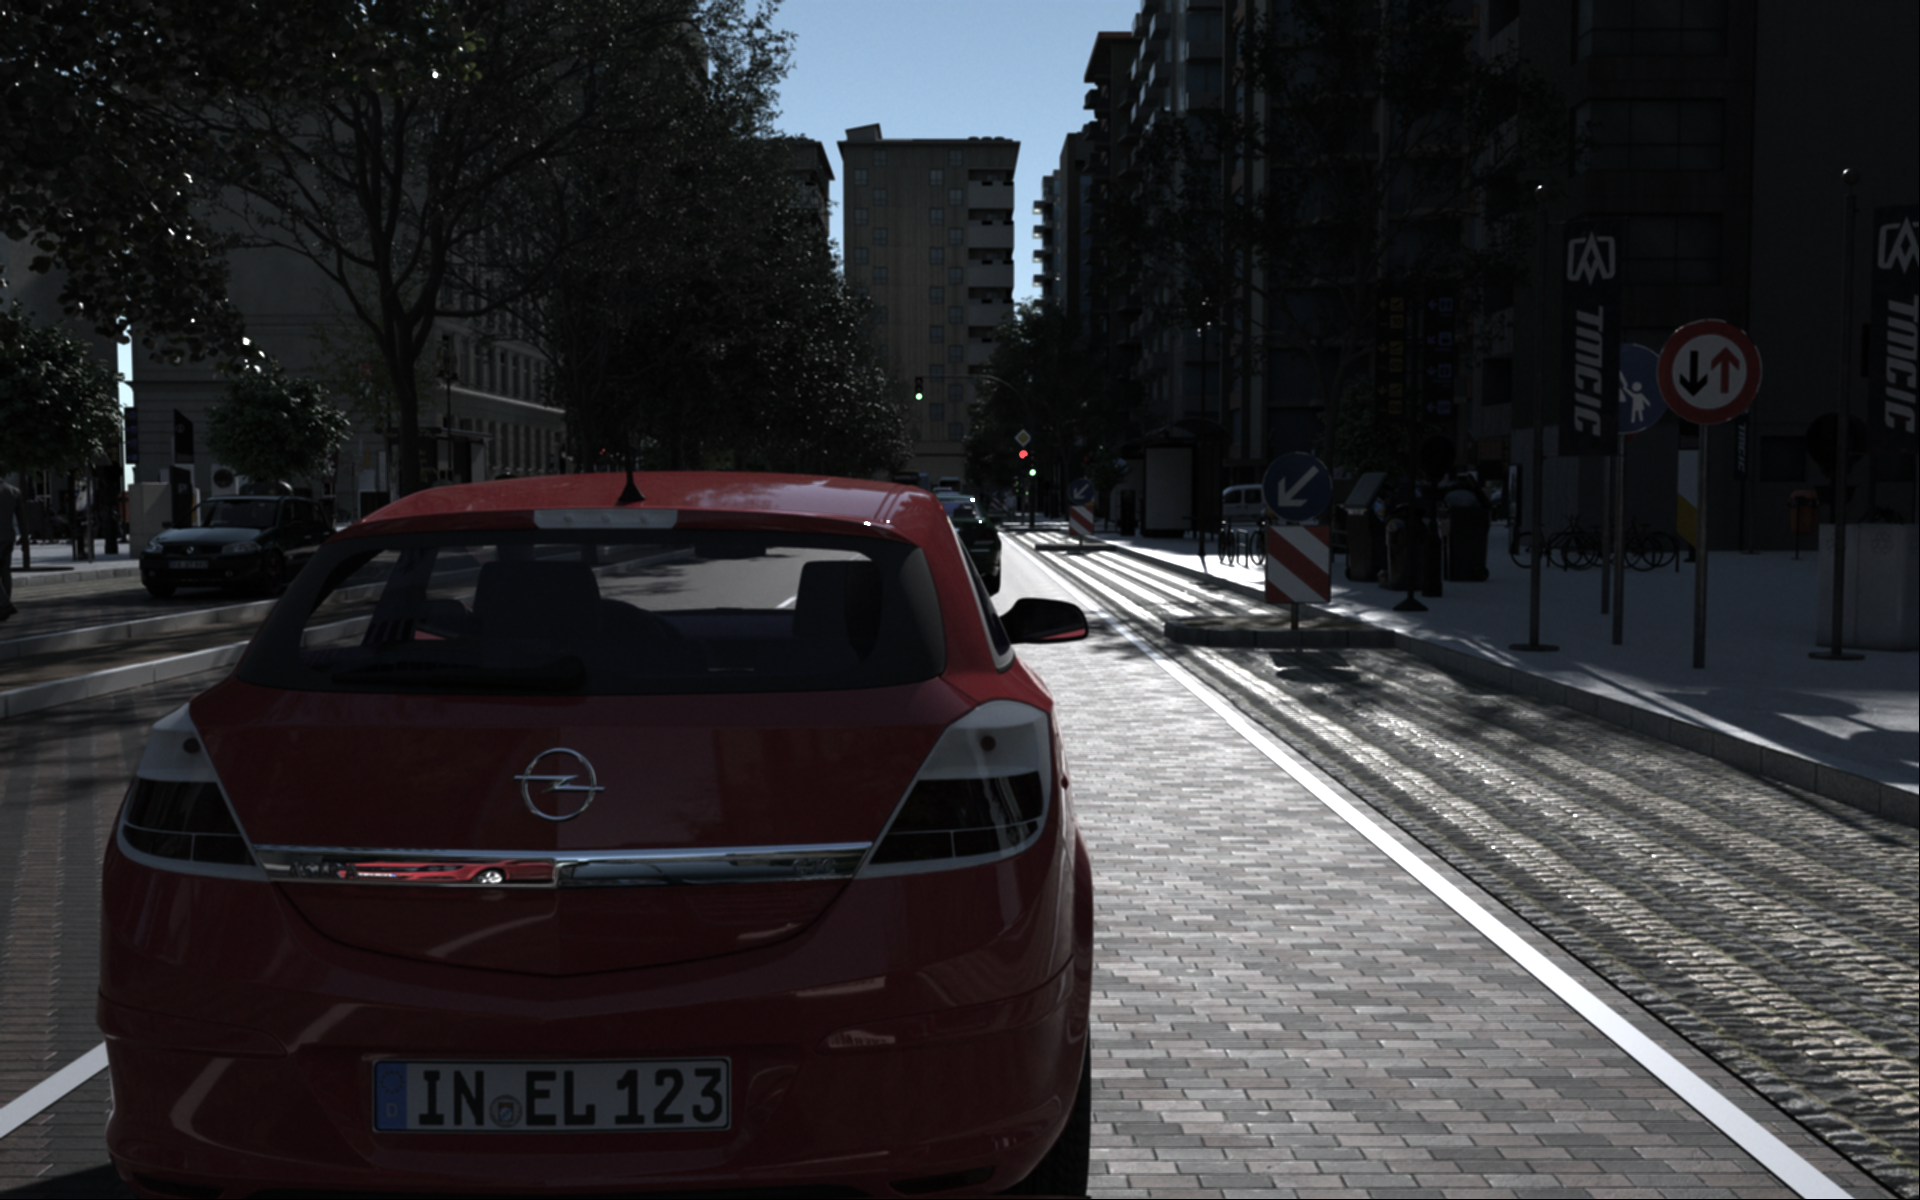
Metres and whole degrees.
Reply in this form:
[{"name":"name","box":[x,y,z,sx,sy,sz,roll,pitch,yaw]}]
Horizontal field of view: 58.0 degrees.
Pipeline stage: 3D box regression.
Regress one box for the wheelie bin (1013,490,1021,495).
[{"name":"wheelie bin","box":[4.734,-8.523,147.265,0.980,1.594,0.693,1,4,15]}]

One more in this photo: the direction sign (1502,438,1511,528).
[{"name":"direction sign","box":[20.876,-4.508,65.710,0.379,3.537,0.876,-2,4,-27]}]

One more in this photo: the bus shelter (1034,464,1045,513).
[{"name":"bus shelter","box":[6.194,-8.991,124.631,2.179,5.291,8.768,0,4,0]}]

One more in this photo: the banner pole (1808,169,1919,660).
[{"name":"banner pole","box":[7.051,-1.425,13.312,0.863,3.779,0.401,2,4,32]}]

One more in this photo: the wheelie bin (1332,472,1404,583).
[{"name":"wheelie bin","box":[6.072,-1.071,25.426,0.693,1.594,0.980,-1,4,-19]}]

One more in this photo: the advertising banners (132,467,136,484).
[{"name":"advertising banners","box":[-53.209,-7.130,112.759,0.090,3.025,2.074,1,4,10]}]

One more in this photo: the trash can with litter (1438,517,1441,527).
[{"name":"trash can with litter","box":[17.032,-3.236,63.963,2.233,1.210,1.678,-2,4,-25]}]

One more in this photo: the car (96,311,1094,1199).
[{"name":"car","box":[-0.671,0.257,4.841,2.155,1.783,4.494,0,4,-1]}]

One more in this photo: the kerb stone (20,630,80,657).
[{"name":"kerb stone","box":[-8.278,0.401,15.635,0.120,0.150,1.000,0,4,0]}]

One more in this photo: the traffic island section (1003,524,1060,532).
[{"name":"traffic island section","box":[2.786,-2.717,66.709,2.009,0.180,2.903,0,4,0]}]

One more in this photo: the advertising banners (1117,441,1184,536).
[{"name":"advertising banners","box":[5.847,-3.472,52.959,2.074,3.025,0.090,0,4,-8]}]

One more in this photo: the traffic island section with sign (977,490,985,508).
[{"name":"traffic island section with sign","box":[2.463,-7.225,126.762,1.989,1.847,2.006,0,4,0]}]

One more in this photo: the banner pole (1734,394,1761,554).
[{"name":"banner pole","box":[16.893,-2.887,37.216,0.401,3.779,0.863,-1,4,-13]}]

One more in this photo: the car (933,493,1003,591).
[{"name":"car","box":[-0.358,-0.936,27.095,2.131,1.459,4.920,0,4,-2]}]

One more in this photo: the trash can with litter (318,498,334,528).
[{"name":"trash can with litter","box":[-20.190,-2.663,54.926,0.624,1.170,1.055,-2,4,-26]}]

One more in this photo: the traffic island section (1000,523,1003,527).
[{"name":"traffic island section","box":[2.742,-3.206,74.694,2.009,0.180,2.903,0,4,0]}]

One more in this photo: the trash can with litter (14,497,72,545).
[{"name":"trash can with litter","box":[-23.096,-1.999,43.740,2.233,1.210,1.678,1,4,8]}]

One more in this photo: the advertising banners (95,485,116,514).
[{"name":"advertising banners","box":[-27.766,-3.647,55.809,0.090,3.025,2.074,0,4,8]}]

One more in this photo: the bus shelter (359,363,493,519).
[{"name":"bus shelter","box":[-17.243,-4.768,55.596,2.179,5.291,8.768,0,3,0]}]

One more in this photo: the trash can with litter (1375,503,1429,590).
[{"name":"trash can with litter","box":[5.863,-0.727,23.272,0.624,1.170,1.055,0,4,-8]}]

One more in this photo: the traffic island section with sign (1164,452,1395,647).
[{"name":"traffic island section with sign","box":[3.066,-0.517,17.089,1.989,1.847,2.006,0,4,0]}]

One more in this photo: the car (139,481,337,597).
[{"name":"car","box":[-10.457,-0.956,25.417,2.009,1.686,4.222,0,4,-1]}]

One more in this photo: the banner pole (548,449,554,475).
[{"name":"banner pole","box":[-22.582,-6.462,95.666,0.401,3.779,0.863,1,4,14]}]

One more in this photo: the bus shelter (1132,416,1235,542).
[{"name":"bus shelter","box":[6.127,-3.299,47.858,2.014,3.302,5.546,0,3,0]}]

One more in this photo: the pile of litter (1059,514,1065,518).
[{"name":"pile of litter","box":[6.022,-4.897,94.033,1.176,0.858,1.719,-2,4,-26]}]

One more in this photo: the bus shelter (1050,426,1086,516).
[{"name":"bus shelter","box":[6.388,-7.494,100.160,2.179,5.291,8.768,0,4,0]}]

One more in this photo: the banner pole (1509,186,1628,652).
[{"name":"banner pole","box":[4.934,-1.471,14.060,0.863,3.779,0.401,2,4,31]}]

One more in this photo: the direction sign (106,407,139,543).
[{"name":"direction sign","box":[-21.818,-3.250,45.140,0.876,3.537,0.379,0,4,4]}]

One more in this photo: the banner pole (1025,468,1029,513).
[{"name":"banner pole","box":[4.554,-7.766,116.997,0.401,3.779,0.863,-2,4,-23]}]

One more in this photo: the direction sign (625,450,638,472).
[{"name":"direction sign","box":[-16.846,-5.920,88.796,0.876,3.537,0.379,2,4,31]}]

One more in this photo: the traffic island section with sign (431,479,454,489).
[{"name":"traffic island section with sign","box":[-13.301,-2.176,44.204,1.989,1.847,2.006,0,4,0]}]

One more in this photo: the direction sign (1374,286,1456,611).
[{"name":"direction sign","box":[4.971,-1.652,19.001,0.876,3.537,0.379,0,4,-2]}]

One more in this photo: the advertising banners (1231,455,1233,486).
[{"name":"advertising banners","box":[12.231,-4.977,77.562,0.090,3.025,2.074,1,4,13]}]

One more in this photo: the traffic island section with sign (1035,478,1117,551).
[{"name":"traffic island section with sign","box":[2.918,-2.166,44.044,1.989,1.847,2.006,0,4,0]}]

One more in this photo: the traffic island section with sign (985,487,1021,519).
[{"name":"traffic island section with sign","box":[2.607,-5.545,99.292,1.989,1.847,2.006,0,4,0]}]

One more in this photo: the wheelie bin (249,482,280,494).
[{"name":"wheelie bin","box":[-18.144,-2.287,45.292,0.980,1.594,0.693,-1,4,-22]}]

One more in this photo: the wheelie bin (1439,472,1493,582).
[{"name":"wheelie bin","box":[7.434,-1.078,25.534,0.693,1.594,0.980,0,4,1]}]

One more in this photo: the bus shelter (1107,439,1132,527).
[{"name":"bus shelter","box":[6.528,-4.314,64.453,2.014,3.302,5.546,0,4,0]}]

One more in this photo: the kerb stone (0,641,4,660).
[{"name":"kerb stone","box":[-8.282,0.464,14.613,0.120,0.150,1.000,0,4,0]}]

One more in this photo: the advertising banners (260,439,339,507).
[{"name":"advertising banners","box":[-16.644,-2.911,43.776,2.074,3.025,0.090,0,4,1]}]

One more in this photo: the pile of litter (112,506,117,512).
[{"name":"pile of litter","box":[-32.394,-3.180,65.951,1.176,0.858,1.719,3,5,44]}]

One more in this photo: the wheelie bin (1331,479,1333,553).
[{"name":"wheelie bin","box":[8.263,-1.802,37.366,0.980,1.594,0.693,0,4,-6]}]

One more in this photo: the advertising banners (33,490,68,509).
[{"name":"advertising banners","box":[-32.860,-4.123,63.604,2.074,3.025,0.090,-2,4,-32]}]

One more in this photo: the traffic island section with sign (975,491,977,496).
[{"name":"traffic island section with sign","box":[2.184,-10.294,176.935,1.989,1.847,2.006,0,4,0]}]

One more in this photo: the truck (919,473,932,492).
[{"name":"truck","box":[-5.202,-13.709,213.898,2.967,4.110,18.799,0,4,1]}]

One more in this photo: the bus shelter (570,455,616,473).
[{"name":"bus shelter","box":[-16.445,-5.277,80.198,2.014,3.302,5.546,0,4,0]}]
